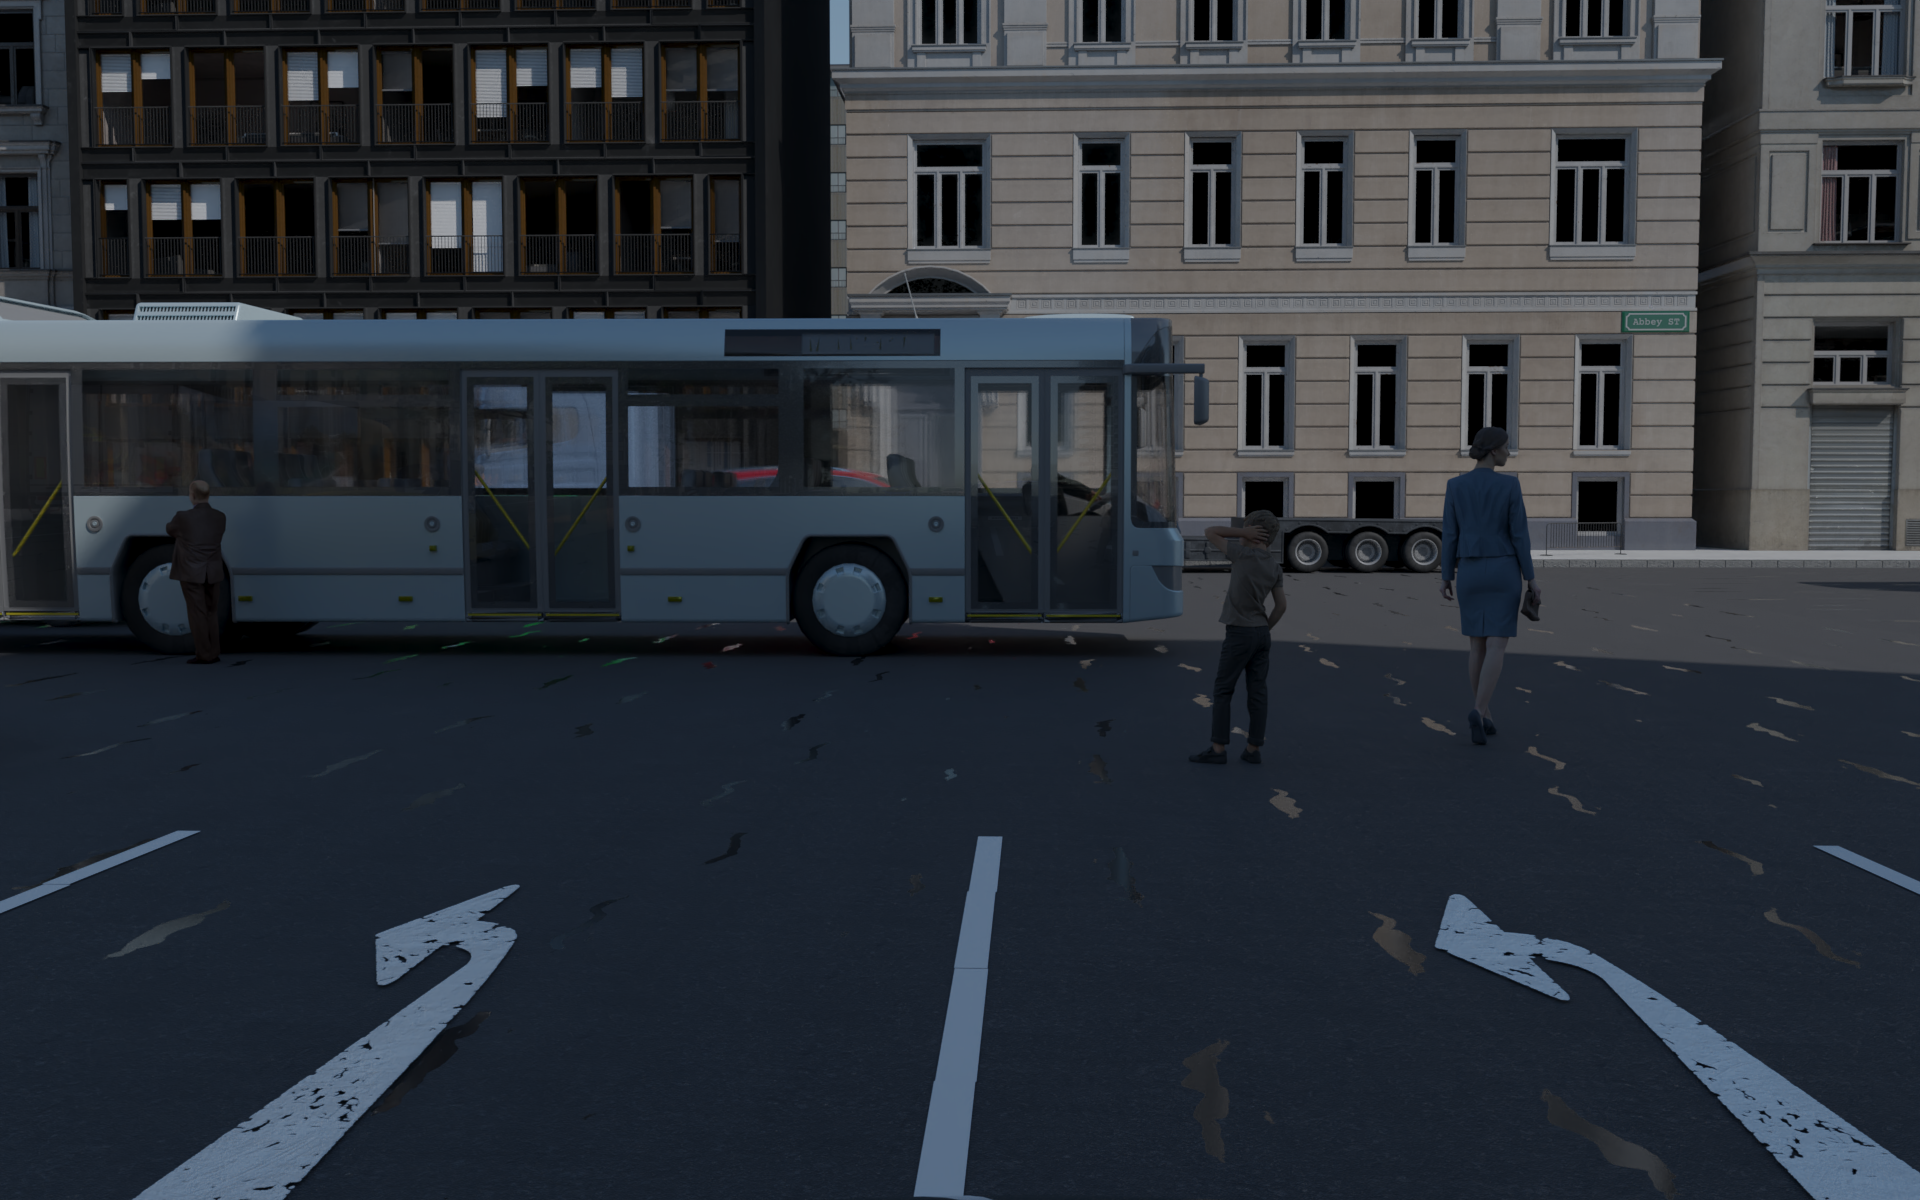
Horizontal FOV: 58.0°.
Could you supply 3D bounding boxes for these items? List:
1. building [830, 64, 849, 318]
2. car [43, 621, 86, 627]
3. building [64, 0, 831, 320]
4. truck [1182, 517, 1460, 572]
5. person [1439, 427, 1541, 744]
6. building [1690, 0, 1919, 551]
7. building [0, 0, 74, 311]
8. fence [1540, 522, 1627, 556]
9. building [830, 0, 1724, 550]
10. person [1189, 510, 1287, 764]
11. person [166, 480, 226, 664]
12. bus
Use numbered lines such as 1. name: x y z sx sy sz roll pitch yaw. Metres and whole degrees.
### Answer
1. building: -16.046 -38.143 212.868 27.495 52.752 28.713 0 4 3
2. car: -10.806 -0.424 19.507 3.894 1.354 1.945 0 4 4
3. building: -11.945 -13.152 44.710 15.834 23.373 12.332 0 4 3
4. truck: -0.158 -2.606 32.367 18.799 4.110 2.967 0 4 1
5. person: 3.037 -0.095 10.077 0.581 1.822 0.654 3 5 44
6. building: 32.399 -12.956 45.107 30.059 22.955 16.112 0 4 3
7. building: -40.348 -11.932 45.997 40.483 20.767 10.553 0 4 3
8. fence: 13.102 -1.283 36.353 2.069 0.683 0.278 -1 4 -22
9. building: 7.296 -15.856 45.148 20.117 28.700 13.634 0 4 3
10. person: 1.487 0.193 9.257 0.435 1.345 0.340 -3 4 -36
11. person: -6.450 -0.235 14.620 0.388 1.546 0.482 3 5 40
12. bus: -3.753 -1.315 16.368 13.247 3.499 2.948 0 4 1
